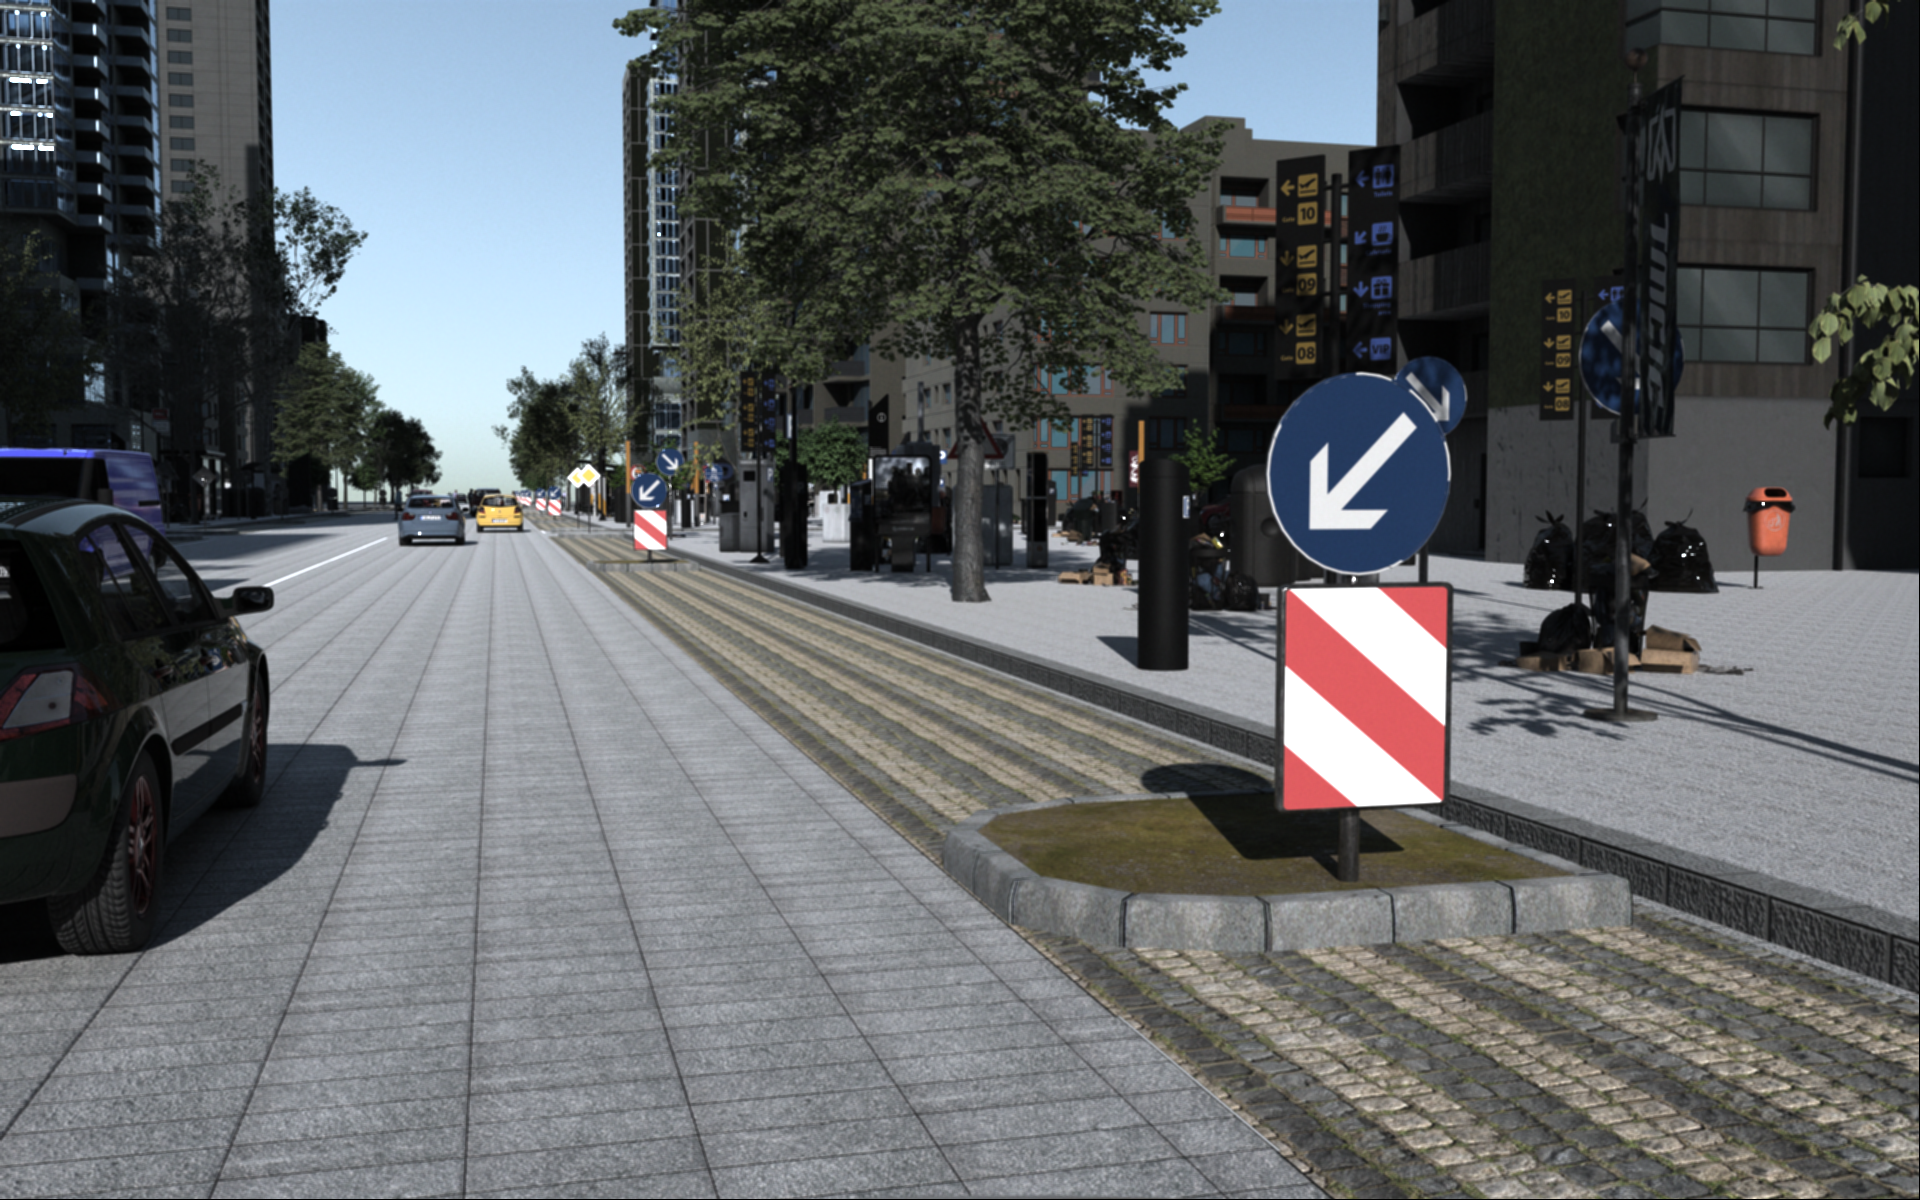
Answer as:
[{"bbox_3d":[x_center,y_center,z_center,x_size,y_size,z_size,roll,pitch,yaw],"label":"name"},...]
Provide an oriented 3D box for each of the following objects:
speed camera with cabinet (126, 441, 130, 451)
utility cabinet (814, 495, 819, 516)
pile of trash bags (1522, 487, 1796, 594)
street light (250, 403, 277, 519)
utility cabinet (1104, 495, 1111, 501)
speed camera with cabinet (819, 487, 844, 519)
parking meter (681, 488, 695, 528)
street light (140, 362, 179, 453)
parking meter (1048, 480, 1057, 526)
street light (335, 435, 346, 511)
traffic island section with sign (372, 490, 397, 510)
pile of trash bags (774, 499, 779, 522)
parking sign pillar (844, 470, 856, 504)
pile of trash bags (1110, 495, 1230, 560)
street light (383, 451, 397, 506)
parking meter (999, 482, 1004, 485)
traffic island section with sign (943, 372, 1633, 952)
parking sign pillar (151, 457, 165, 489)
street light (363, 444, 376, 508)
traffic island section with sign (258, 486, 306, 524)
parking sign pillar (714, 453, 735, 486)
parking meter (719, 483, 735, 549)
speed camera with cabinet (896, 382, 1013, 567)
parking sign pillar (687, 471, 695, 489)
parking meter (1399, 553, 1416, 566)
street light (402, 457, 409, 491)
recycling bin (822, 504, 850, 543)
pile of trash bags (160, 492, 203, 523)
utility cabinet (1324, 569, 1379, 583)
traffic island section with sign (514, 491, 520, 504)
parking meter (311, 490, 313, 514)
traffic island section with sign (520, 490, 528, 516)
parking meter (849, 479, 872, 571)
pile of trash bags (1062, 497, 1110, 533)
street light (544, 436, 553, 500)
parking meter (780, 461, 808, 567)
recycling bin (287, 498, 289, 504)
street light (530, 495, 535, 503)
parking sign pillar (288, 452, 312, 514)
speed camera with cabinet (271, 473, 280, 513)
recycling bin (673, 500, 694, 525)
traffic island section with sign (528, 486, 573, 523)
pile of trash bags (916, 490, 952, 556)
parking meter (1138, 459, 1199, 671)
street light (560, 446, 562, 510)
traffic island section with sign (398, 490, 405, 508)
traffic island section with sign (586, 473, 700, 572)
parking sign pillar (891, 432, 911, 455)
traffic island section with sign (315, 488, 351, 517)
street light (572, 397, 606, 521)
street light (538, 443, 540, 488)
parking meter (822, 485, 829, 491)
[{"bbox_3d":[-31.651,-4.295,64.558,2.038,3.252,0.660,-3,5,-40],"label":"speed camera with cabinet"},{"bbox_3d":[-8.179,-5.625,103.133,1.020,1.237,0.306,-2,4,-31],"label":"utility cabinet"},{"bbox_3d":[9.444,-0.820,23.159,3.447,1.369,1.912,0,4,-5],"label":"pile of trash bags"},{"bbox_3d":[-35.479,-7.076,88.232,1.470,5.913,1.316,-1,4,-15],"label":"street light"},{"bbox_3d":[6.489,-4.016,76.826,0.306,1.237,1.020,-2,4,-25],"label":"utility cabinet"},{"bbox_3d":[-6.281,-5.801,89.175,2.038,3.252,0.660,-3,5,-43],"label":"speed camera with cabinet"},{"bbox_3d":[-10.343,-3.486,65.405,0.372,1.533,0.369,0,3,0],"label":"parking meter"},{"bbox_3d":[-28.095,-5.397,60.776,1.470,5.913,1.316,-1,4,-15],"label":"street light"},{"bbox_3d":[3.632,-3.864,68.888,0.399,1.863,0.255,-1,4,-12],"label":"parking meter"},{"bbox_3d":[-47.887,-9.913,134.619,1.470,5.913,1.316,-1,4,-15],"label":"street light"},{"bbox_3d":[-52.571,-9.133,157.945,1.989,1.847,2.006,-1,4,-15],"label":"traffic island section with sign"},{"bbox_3d":[-8.389,-4.300,80.064,1.912,1.369,3.447,-1,4,-23],"label":"pile of trash bags"},{"bbox_3d":[-5.114,-5.655,80.929,1.447,3.967,1.447,-1,4,-13],"label":"parking sign pillar"},{"bbox_3d":[4.973,-1.489,34.102,3.447,1.369,1.912,-1,4,-21],"label":"pile of trash bags"},{"bbox_3d":[-62.019,-13.182,188.064,1.470,5.913,1.316,-1,4,-15],"label":"street light"},{"bbox_3d":[1.770,-4.288,75.815,0.399,1.863,0.255,0,4,-5],"label":"parking meter"},{"bbox_3d":[1.006,0.138,6.371,1.989,1.847,2.006,-1,4,-15],"label":"traffic island section with sign"},{"bbox_3d":[-57.592,-8.327,124.619,1.447,3.967,1.447,2,4,27],"label":"parking sign pillar"},{"bbox_3d":[-54.941,-11.548,161.345,1.470,5.913,1.316,-1,4,-15],"label":"street light"},{"bbox_3d":[-32.638,-4.573,83.398,1.989,1.847,2.006,-1,4,-15],"label":"traffic island section with sign"},{"bbox_3d":[-14.866,-7.391,109.307,1.447,3.967,1.447,-3,4,-36],"label":"parking sign pillar"},{"bbox_3d":[-5.444,-1.963,40.502,0.372,1.533,0.369,0,3,0],"label":"parking meter"},{"bbox_3d":[-0.098,-2.243,31.009,2.038,3.252,0.660,-1,4,-18],"label":"speed camera with cabinet"},{"bbox_3d":[-19.677,-8.515,127.690,1.447,3.967,1.447,1,4,16],"label":"parking sign pillar"},{"bbox_3d":[7.987,-1.558,31.179,0.399,1.863,0.255,3,5,44],"label":"parking meter"},{"bbox_3d":[-69.584,-14.873,215.713,1.470,5.913,1.316,-1,4,-15],"label":"street light"},{"bbox_3d":[-3.169,-2.047,46.020,0.722,1.027,0.722,2,4,33],"label":"recycling bin"},{"bbox_3d":[-35.284,-4.143,77.483,1.912,1.369,3.447,1,4,19],"label":"pile of trash bags"},{"bbox_3d":[3.196,-0.182,14.145,0.306,1.237,1.020,0,4,3],"label":"utility cabinet"},{"bbox_3d":[-40.168,-9.282,160.388,1.989,1.847,2.006,-1,4,-15],"label":"traffic island section with sign"},{"bbox_3d":[-42.539,-6.416,113.318,0.372,1.533,0.369,0,3,0],"label":"parking meter"},{"bbox_3d":[-27.264,-6.330,112.125,1.989,1.847,2.006,-1,4,-15],"label":"traffic island section with sign"},{"bbox_3d":[-1.654,-1.259,29.003,0.372,1.533,0.369,0,3,0],"label":"parking meter"},{"bbox_3d":[5.178,-2.913,57.372,3.447,1.369,1.912,-1,4,-15],"label":"pile of trash bags"},{"bbox_3d":[-32.181,-10.072,137.211,1.470,5.913,1.316,-1,4,-15],"label":"street light"},{"bbox_3d":[-2.906,-1.529,30.704,0.255,1.863,0.399,3,4,38],"label":"parking meter"},{"bbox_3d":[-43.042,-6.089,112.107,0.722,1.027,0.722,-3,5,-43],"label":"recycling bin"},{"bbox_3d":[-44.815,-12.951,184.290,1.470,5.913,1.316,-1,4,-15],"label":"street light"},{"bbox_3d":[-42.228,-7.478,110.735,1.447,3.967,1.447,-1,4,-12],"label":"parking sign pillar"},{"bbox_3d":[-46.580,-7.476,116.560,0.660,3.252,2.038,1,4,11],"label":"speed camera with cabinet"},{"bbox_3d":[-12.118,-3.878,75.967,0.722,1.027,0.722,1,4,11],"label":"recycling bin"},{"bbox_3d":[-20.167,-4.705,85.562,1.989,1.847,2.006,-1,4,-15],"label":"traffic island section with sign"},{"bbox_3d":[-0.175,-1.700,37.550,1.912,1.369,3.447,1,4,12],"label":"pile of trash bags"},{"bbox_3d":[1.493,-0.262,12.699,0.372,1.533,0.369,0,3,0],"label":"parking meter"},{"bbox_3d":[-24.903,-8.399,109.862,1.470,5.913,1.316,-1,4,-15],"label":"street light"},{"bbox_3d":[-59.539,-10.725,183.988,1.989,1.847,2.006,-1,4,-15],"label":"traffic island section with sign"},{"bbox_3d":[-6.024,-1.471,32.674,1.989,1.847,2.006,-1,4,-15],"label":"traffic island section with sign"},{"bbox_3d":[-2.554,-5.252,74.341,1.447,3.967,1.447,1,4,21],"label":"parking sign pillar"},{"bbox_3d":[-39.610,-6.166,109.440,1.989,1.847,2.006,-1,4,-15],"label":"traffic island section with sign"},{"bbox_3d":[-17.777,-6.765,83.155,1.470,5.913,1.316,-1,4,-15],"label":"street light"},{"bbox_3d":[-37.669,-11.318,157.588,1.470,5.913,1.316,-1,4,-15],"label":"street light"},{"bbox_3d":[-8.075,-6.015,104.049,0.399,1.863,0.255,-3,5,-40],"label":"parking meter"}]
